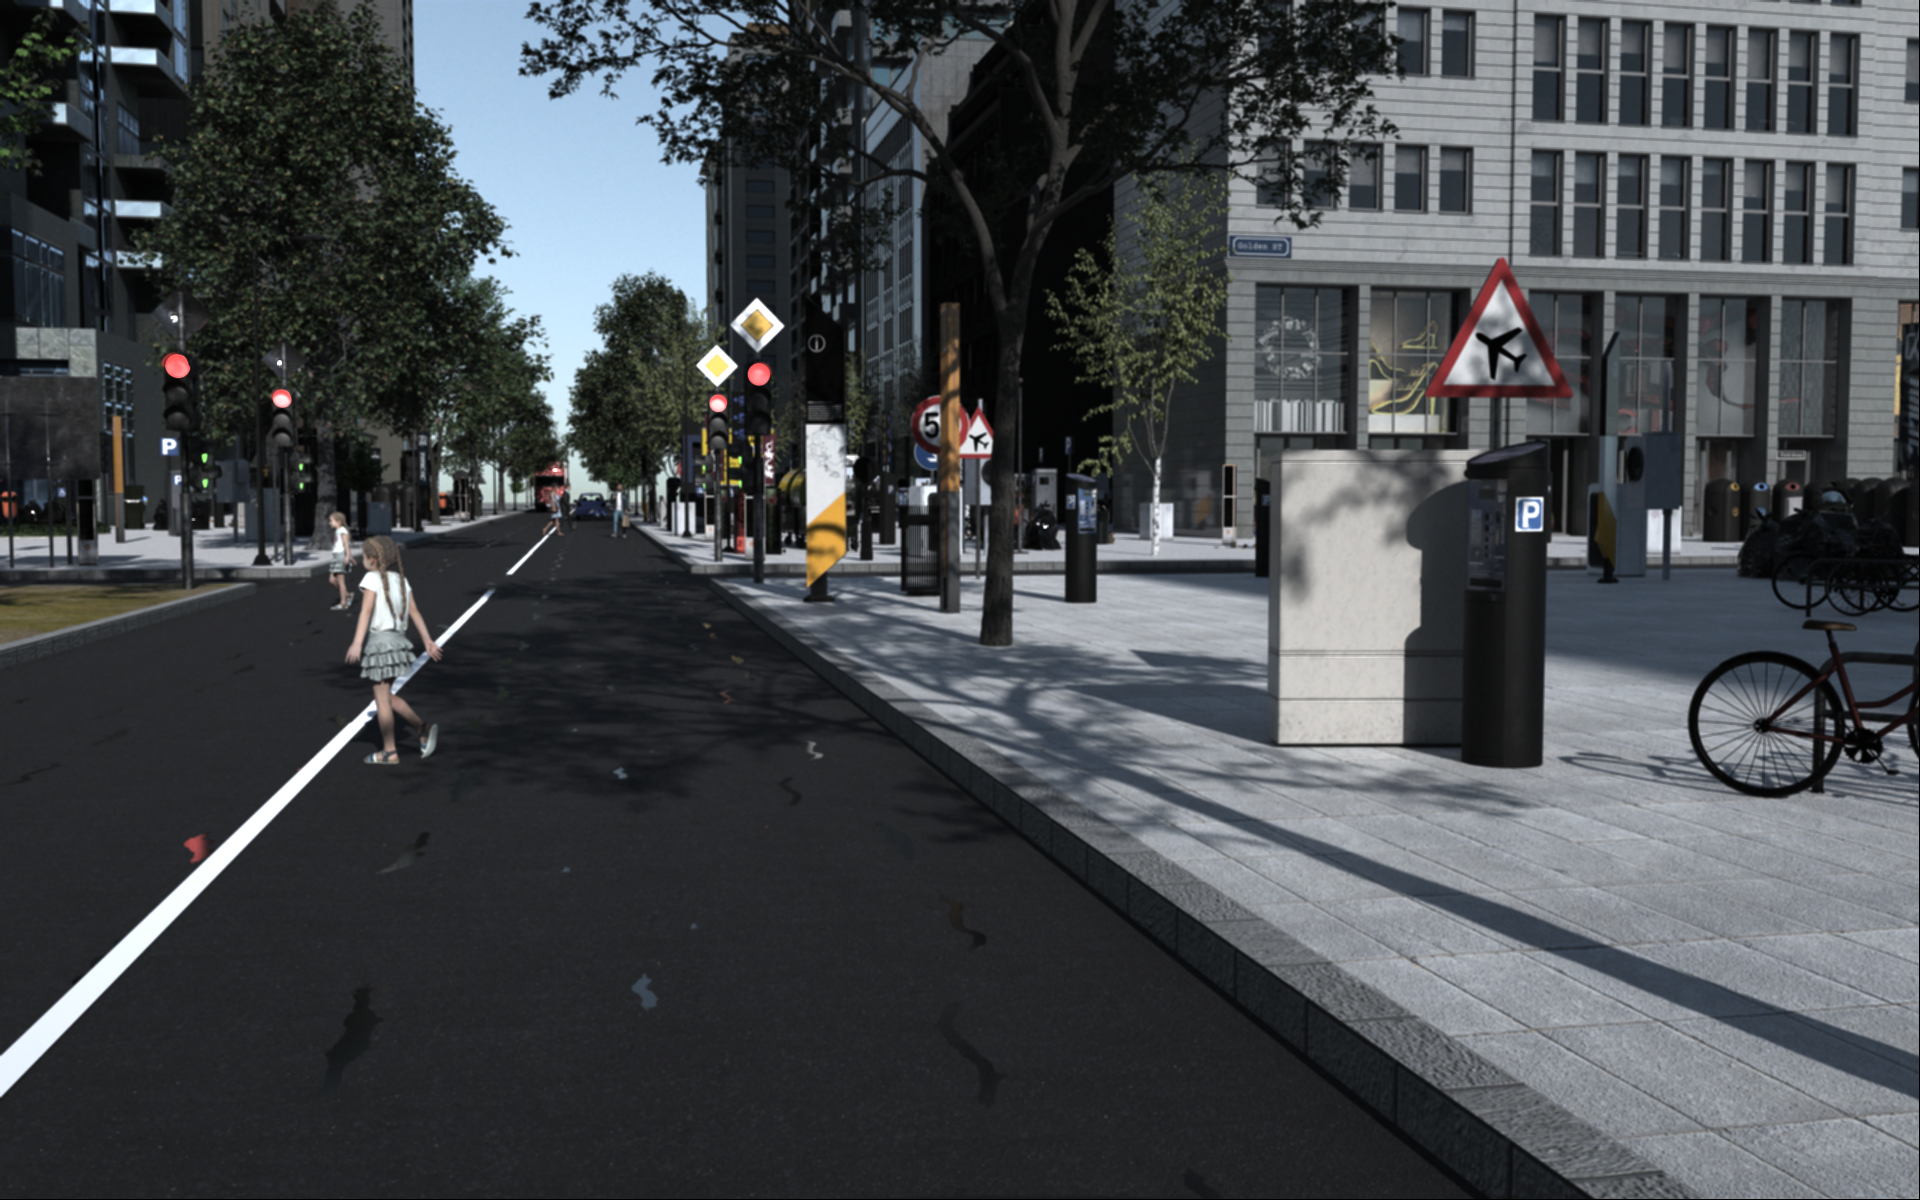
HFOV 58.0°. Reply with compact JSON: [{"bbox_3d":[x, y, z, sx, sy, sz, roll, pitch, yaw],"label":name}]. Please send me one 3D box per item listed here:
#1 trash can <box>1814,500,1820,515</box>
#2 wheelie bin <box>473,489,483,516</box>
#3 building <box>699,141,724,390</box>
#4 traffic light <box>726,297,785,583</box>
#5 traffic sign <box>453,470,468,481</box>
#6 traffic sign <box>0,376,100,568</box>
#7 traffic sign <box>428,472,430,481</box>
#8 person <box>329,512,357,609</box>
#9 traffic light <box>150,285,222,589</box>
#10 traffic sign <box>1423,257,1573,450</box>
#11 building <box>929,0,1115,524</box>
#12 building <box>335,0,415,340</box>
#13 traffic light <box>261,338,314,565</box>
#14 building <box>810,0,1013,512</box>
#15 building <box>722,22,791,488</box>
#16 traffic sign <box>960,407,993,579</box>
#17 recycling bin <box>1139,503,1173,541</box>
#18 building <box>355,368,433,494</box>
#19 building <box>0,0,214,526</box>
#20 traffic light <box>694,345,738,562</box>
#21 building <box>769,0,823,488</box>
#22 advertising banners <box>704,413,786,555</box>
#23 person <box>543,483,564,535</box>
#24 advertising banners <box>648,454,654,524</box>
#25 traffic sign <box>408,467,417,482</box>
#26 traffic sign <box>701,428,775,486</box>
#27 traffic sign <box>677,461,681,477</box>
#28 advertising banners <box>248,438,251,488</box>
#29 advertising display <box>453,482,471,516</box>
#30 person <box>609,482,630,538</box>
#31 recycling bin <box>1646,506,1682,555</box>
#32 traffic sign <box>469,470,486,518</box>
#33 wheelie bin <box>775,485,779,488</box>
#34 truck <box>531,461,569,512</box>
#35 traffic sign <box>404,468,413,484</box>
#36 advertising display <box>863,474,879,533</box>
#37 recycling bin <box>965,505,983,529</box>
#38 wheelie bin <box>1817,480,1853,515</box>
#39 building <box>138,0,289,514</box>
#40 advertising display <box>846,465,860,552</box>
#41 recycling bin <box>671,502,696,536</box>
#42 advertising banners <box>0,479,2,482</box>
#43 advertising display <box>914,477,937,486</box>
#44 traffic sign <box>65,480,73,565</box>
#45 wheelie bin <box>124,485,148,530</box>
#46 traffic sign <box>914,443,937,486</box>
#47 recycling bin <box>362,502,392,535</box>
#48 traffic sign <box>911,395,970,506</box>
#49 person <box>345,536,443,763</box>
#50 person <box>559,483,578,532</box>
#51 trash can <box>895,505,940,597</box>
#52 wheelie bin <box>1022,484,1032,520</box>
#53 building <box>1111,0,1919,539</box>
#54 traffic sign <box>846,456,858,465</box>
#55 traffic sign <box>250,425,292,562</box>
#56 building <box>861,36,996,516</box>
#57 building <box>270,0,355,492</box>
[{"bbox_3d":[21.611,-1.920,43.040,0.748,1.137,0.748,0,3,0],"label":"trash can"},{"bbox_3d":[-29.001,-5.847,103.504,0.980,1.594,0.693,-3,5,-42],"label":"wheelie bin"},{"bbox_3d":[-22.757,-40.670,254.189,28.713,52.752,27.495,-1,4,-12],"label":"building"},{"bbox_3d":[-2.928,-2.201,24.913,0.839,4.253,0.868,-1,4,-12],"label":"traffic light"},{"bbox_3d":[-26.268,-5.561,91.026,0.768,2.556,0.104,0,4,-8],"label":"traffic sign"},{"bbox_3d":[-16.103,-2.207,29.956,2.265,3.308,0.079,-1,4,-10],"label":"traffic sign"},{"bbox_3d":[-24.819,-4.830,81.101,0.606,2.300,0.079,-1,4,-9],"label":"traffic sign"},{"bbox_3d":[-7.648,-0.493,21.572,0.382,1.210,0.505,-2,4,-35],"label":"person"},{"bbox_3d":[-10.418,-2.103,23.301,0.839,4.253,0.868,-1,4,-12],"label":"traffic light"},{"bbox_3d":[2.970,-0.589,9.627,0.884,2.594,0.081,-1,4,-11],"label":"traffic sign"},{"bbox_3d":[6.077,-15.503,83.144,12.332,23.373,15.834,-1,4,-12],"label":"building"},{"bbox_3d":[-81.367,-48.526,231.649,20.563,71.187,20.611,-1,4,-12],"label":"building"},{"bbox_3d":[-12.087,-2.580,31.111,0.839,4.253,0.868,-1,4,-12],"label":"traffic light"},{"bbox_3d":[0.390,-31.539,135.263,23.786,49.044,30.456,-1,4,-12],"label":"building"},{"bbox_3d":[-20.292,-41.812,225.624,21.231,58.520,28.212,-1,4,-12],"label":"building"},{"bbox_3d":[0.271,-1.589,25.980,0.884,2.594,0.081,-1,4,-10],"label":"traffic sign"},{"bbox_3d":[5.463,-2.179,48.185,0.722,1.027,0.722,-1,4,-21],"label":"recycling bin"},{"bbox_3d":[-79.148,-22.222,208.373,27.650,21.520,28.899,-1,4,-12],"label":"building"},{"bbox_3d":[-47.787,-46.811,78.032,22.319,86.520,31.000,-1,4,-12],"label":"building"},{"bbox_3d":[-4.598,-2.679,32.722,0.839,4.253,0.868,-1,4,-12],"label":"traffic light"},{"bbox_3d":[-6.609,-44.114,159.522,20.563,71.187,20.611,-1,4,-12],"label":"building"},{"bbox_3d":[-4.614,-2.496,36.999,2.074,3.025,0.090,2,4,29],"label":"advertising banners"},{"bbox_3d":[-13.999,-3.120,59.614,0.778,1.811,0.616,0,4,-2],"label":"person"},{"bbox_3d":[-13.492,-4.868,75.781,0.090,3.025,2.074,0,4,-4],"label":"advertising banners"},{"bbox_3d":[-24.723,-4.834,79.043,0.884,2.594,0.081,0,4,-7],"label":"traffic sign"},{"bbox_3d":[-6.818,-3.632,53.256,2.265,3.308,0.079,0,4,-7],"label":"traffic sign"},{"bbox_3d":[-9.681,-3.771,61.770,0.768,2.556,0.104,0,4,-5],"label":"traffic sign"},{"bbox_3d":[-21.132,-3.393,51.661,0.090,3.025,2.074,-1,4,-18],"label":"advertising banners"},{"bbox_3d":[-26.461,-5.318,92.162,0.974,1.923,0.123,-2,4,-32],"label":"advertising display"},{"bbox_3d":[-11.057,-2.936,56.488,0.794,1.824,0.713,1,4,11],"label":"person"},{"bbox_3d":[14.961,-1.497,37.027,0.722,1.027,0.722,1,4,9],"label":"recycling bin"},{"bbox_3d":[-25.496,-5.602,91.602,0.884,2.594,0.081,-1,4,-11],"label":"traffic sign"},{"bbox_3d":[-6.542,-3.379,63.155,0.693,1.594,0.980,-3,4,-39],"label":"wheelie bin"},{"bbox_3d":[-33.071,-9.261,140.336,2.839,4.237,11.283,-1,4,-11],"label":"truck"},{"bbox_3d":[-26.740,-5.167,84.584,0.768,2.556,0.104,0,4,-5],"label":"traffic sign"},{"bbox_3d":[-2.757,-3.152,56.751,0.974,1.923,0.123,3,4,36],"label":"advertising display"},{"bbox_3d":[0.531,-3.091,63.085,0.722,1.027,0.722,0,4,-1],"label":"recycling bin"},{"bbox_3d":[20.113,-1.953,39.835,0.693,1.594,0.980,1,4,14],"label":"wheelie bin"},{"bbox_3d":[-59.148,-31.924,111.203,28.713,52.752,27.495,-1,4,-12],"label":"building"},{"bbox_3d":[-2.658,-2.044,38.634,0.974,1.923,0.123,2,4,35],"label":"advertising display"},{"bbox_3d":[-8.514,-2.495,53.344,0.722,1.027,0.722,-1,4,-9],"label":"recycling bin"},{"bbox_3d":[-21.358,-2.484,36.797,2.074,3.025,0.090,-1,4,-17],"label":"advertising banners"},{"bbox_3d":[-1.288,-3.639,64.710,0.974,1.923,0.123,3,4,36],"label":"advertising display"},{"bbox_3d":[-16.184,-1.915,31.420,0.768,2.556,0.104,0,4,-5],"label":"traffic sign"},{"bbox_3d":[-29.956,-3.359,62.834,0.980,1.594,0.693,-1,4,-13],"label":"wheelie bin"},{"bbox_3d":[-0.584,-2.225,36.491,0.768,2.556,0.104,0,4,-7],"label":"traffic sign"},{"bbox_3d":[-18.297,-2.551,54.266,0.722,1.027,0.722,-3,5,-43],"label":"recycling bin"},{"bbox_3d":[-0.260,-1.368,22.470,0.768,2.556,0.104,0,4,-5],"label":"traffic sign"},{"bbox_3d":[-3.018,0.266,9.167,0.382,1.210,0.505,1,4,17],"label":"person"},{"bbox_3d":[-15.039,-3.553,66.372,0.755,1.850,0.659,-1,4,-12],"label":"person"},{"bbox_3d":[-0.445,-0.625,21.869,0.748,1.137,0.748,0,3,0],"label":"trash can"},{"bbox_3d":[2.150,-2.871,54.843,0.693,1.594,0.980,1,4,21],"label":"wheelie bin"},{"bbox_3d":[20.833,-17.084,56.815,29.804,29.767,11.434,-1,4,-12],"label":"building"},{"bbox_3d":[-2.983,-2.662,45.650,0.606,2.300,0.079,0,4,-3],"label":"traffic sign"},{"bbox_3d":[-12.853,-1.987,32.489,0.884,2.594,0.081,0,4,-4],"label":"traffic sign"},{"bbox_3d":[1.790,-17.297,100.832,12.078,24.808,19.932,-1,4,-12],"label":"building"},{"bbox_3d":[-60.170,-30.450,147.974,14.600,45.320,14.200,-1,4,-12],"label":"building"}]
